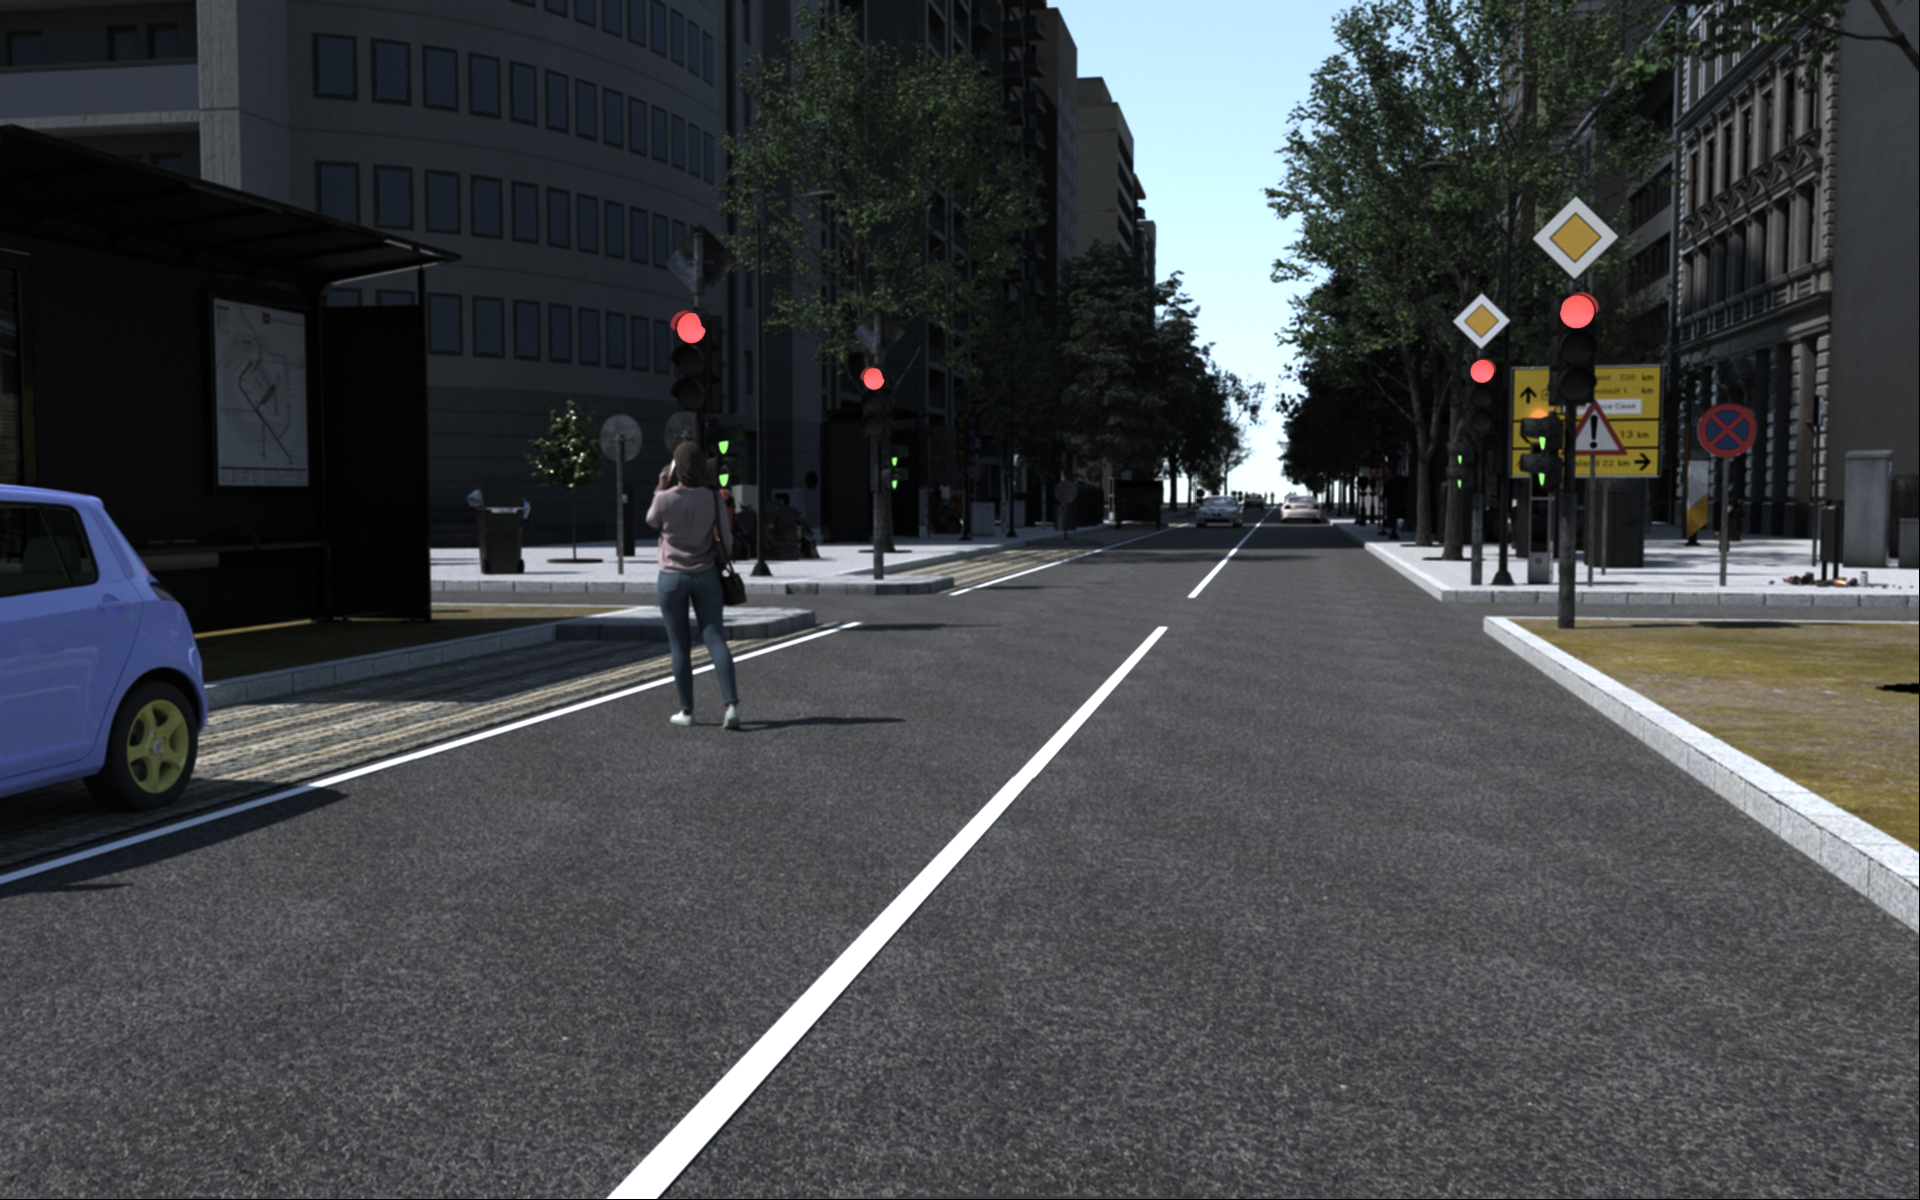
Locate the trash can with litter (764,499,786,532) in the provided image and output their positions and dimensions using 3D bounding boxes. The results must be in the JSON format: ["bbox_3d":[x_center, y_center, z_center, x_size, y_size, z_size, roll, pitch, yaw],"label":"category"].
[{"bbox_3d":[-4.585,-1.846,41.561,0.624,1.170,1.055,2,4,28],"label":"trash can with litter"}]

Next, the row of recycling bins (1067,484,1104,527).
[{"bbox_3d":[4.842,-3.803,69.285,1.069,1.692,3.534,1,4,13],"label":"row of recycling bins"}]

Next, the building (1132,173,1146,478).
[{"bbox_3d":[13.214,-35.339,232.424,22.147,44.769,28.867,1,4,11],"label":"building"}]

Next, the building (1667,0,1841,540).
[{"bbox_3d":[30.343,-13.869,55.643,11.050,23.489,19.941,1,4,11],"label":"building"}]

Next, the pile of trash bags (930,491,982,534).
[{"bbox_3d":[-0.024,-2.888,56.967,1.912,1.369,3.447,0,4,-2],"label":"pile of trash bags"}]

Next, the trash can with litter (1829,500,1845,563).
[{"bbox_3d":[16.574,-1.274,32.216,0.624,1.170,1.055,0,4,6],"label":"trash can with litter"}]

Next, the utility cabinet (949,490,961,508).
[{"bbox_3d":[-0.239,-5.708,102.003,1.173,1.500,0.318,0,4,-3],"label":"utility cabinet"}]

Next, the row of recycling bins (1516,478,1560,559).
[{"bbox_3d":[12.073,-1.760,35.893,1.069,1.692,3.534,1,4,19],"label":"row of recycling bins"}]

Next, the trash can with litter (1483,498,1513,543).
[{"bbox_3d":[14.243,-2.081,45.411,0.624,1.170,1.055,-3,5,-44],"label":"trash can with litter"}]

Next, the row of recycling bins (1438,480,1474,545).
[{"bbox_3d":[12.990,-2.333,45.262,1.069,1.692,3.534,1,4,13],"label":"row of recycling bins"}]

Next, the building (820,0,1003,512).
[{"bbox_3d":[-7.979,-41.300,113.507,20.563,71.187,20.611,1,4,11],"label":"building"}]

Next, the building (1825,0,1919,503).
[{"bbox_3d":[33.857,-14.900,37.117,24.014,27.812,14.314,1,4,11],"label":"building"}]

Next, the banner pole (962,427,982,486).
[{"bbox_3d":[0.434,-4.558,64.533,0.863,3.779,0.401,1,4,16],"label":"banner pole"}]

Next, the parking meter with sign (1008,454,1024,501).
[{"bbox_3d":[2.335,-4.800,74.745,0.543,3.016,1.738,1,4,15],"label":"parking meter with sign"}]

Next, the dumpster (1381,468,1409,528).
[{"bbox_3d":[16.692,-3.859,65.595,1.502,2.255,1.985,1,4,10],"label":"dumpster"}]

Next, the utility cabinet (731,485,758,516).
[{"bbox_3d":[-5.260,-2.081,42.705,0.318,1.500,1.173,1,4,18],"label":"utility cabinet"}]

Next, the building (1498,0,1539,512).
[{"bbox_3d":[45.247,-28.756,120.274,14.600,45.320,14.200,1,4,11],"label":"building"}]

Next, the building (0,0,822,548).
[{"bbox_3d":[-18.145,-31.229,52.597,21.231,58.520,28.212,1,4,11],"label":"building"}]

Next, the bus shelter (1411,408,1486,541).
[{"bbox_3d":[14.111,-3.606,50.239,1.731,3.624,6.357,1,4,11],"label":"bus shelter"}]

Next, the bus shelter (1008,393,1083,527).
[{"bbox_3d":[3.470,-5.728,71.284,2.179,5.291,8.768,1,4,10],"label":"bus shelter"}]

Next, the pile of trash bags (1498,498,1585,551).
[{"bbox_3d":[13.788,-1.868,40.298,1.912,1.369,3.447,1,4,10],"label":"pile of trash bags"}]

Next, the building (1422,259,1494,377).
[{"bbox_3d":[60.601,-26.287,201.491,14.160,30.474,14.107,1,4,11],"label":"building"}]

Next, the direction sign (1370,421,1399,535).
[{"bbox_3d":[13.207,-3.789,53.943,0.876,3.537,0.379,1,4,8],"label":"direction sign"}]

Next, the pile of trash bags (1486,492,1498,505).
[{"bbox_3d":[29.486,-4.984,91.240,3.447,1.369,1.912,1,4,9],"label":"pile of trash bags"}]

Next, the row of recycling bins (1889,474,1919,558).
[{"bbox_3d":[19.628,-1.777,36.170,1.069,1.692,3.534,1,4,23],"label":"row of recycling bins"}]

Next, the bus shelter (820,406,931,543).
[{"bbox_3d":[-2.263,-3.472,48.049,1.731,3.624,6.357,1,4,11],"label":"bus shelter"}]

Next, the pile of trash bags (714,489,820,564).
[{"bbox_3d":[-4.024,-1.442,33.325,1.912,1.369,3.447,1,4,15],"label":"pile of trash bags"}]

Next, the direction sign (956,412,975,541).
[{"bbox_3d":[0.162,-3.419,47.898,0.379,3.537,0.876,2,4,35],"label":"direction sign"}]

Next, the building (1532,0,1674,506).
[{"bbox_3d":[42.525,-25.869,106.546,14.154,41.232,14.086,1,4,11],"label":"building"}]

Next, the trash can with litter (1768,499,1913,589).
[{"bbox_3d":[12.369,-0.830,24.621,1.678,1.210,2.233,1,4,10],"label":"trash can with litter"}]

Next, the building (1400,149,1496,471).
[{"bbox_3d":[67.278,-34.697,221.913,22.147,44.769,28.867,1,4,11],"label":"building"}]

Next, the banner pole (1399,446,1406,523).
[{"bbox_3d":[19.464,-5.287,76.463,0.401,3.779,0.863,-2,4,-29],"label":"banner pole"}]

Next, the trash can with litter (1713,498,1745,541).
[{"bbox_3d":[20.834,-2.182,47.062,0.624,1.170,1.055,0,4,-7],"label":"trash can with litter"}]

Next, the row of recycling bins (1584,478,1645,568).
[{"bbox_3d":[11.900,-1.494,31.538,1.069,1.692,3.534,1,4,20],"label":"row of recycling bins"}]

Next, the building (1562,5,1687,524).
[{"bbox_3d":[37.303,-15.956,79.940,14.314,24.678,30.058,1,4,11],"label":"building"}]

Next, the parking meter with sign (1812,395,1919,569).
[{"bbox_3d":[15.790,-2.069,30.087,1.738,3.016,0.543,2,4,35],"label":"parking meter with sign"}]

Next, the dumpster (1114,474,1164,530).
[{"bbox_3d":[7.204,-3.960,69.694,1.985,2.255,1.502,1,4,11],"label":"dumpster"}]

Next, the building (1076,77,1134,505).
[{"bbox_3d":[9.083,-35.672,206.934,21.300,48.544,21.600,1,4,11],"label":"building"}]

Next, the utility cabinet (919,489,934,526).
[{"bbox_3d":[-1.368,-3.745,69.906,0.318,1.500,1.173,1,4,15],"label":"utility cabinet"}]

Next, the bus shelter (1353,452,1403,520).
[{"bbox_3d":[19.635,-5.365,81.638,2.014,3.302,5.546,1,4,11],"label":"bus shelter"}]

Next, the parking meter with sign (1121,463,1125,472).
[{"bbox_3d":[9.075,-6.126,96.424,0.543,3.016,1.738,1,4,18],"label":"parking meter with sign"}]

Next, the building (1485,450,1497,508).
[{"bbox_3d":[53.200,-50.651,140.821,22.319,86.520,31.000,1,4,11],"label":"building"}]

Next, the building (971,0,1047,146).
[{"bbox_3d":[-5.110,-29.619,138.901,22.147,44.769,28.867,1,4,11],"label":"building"}]

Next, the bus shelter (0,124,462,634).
[{"bbox_3d":[-6.300,-1.405,14.254,1.731,3.624,6.357,1,4,11],"label":"bus shelter"}]

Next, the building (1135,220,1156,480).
[{"bbox_3d":[20.973,-34.819,252.887,14.154,41.232,14.086,1,4,11],"label":"building"}]

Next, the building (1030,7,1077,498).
[{"bbox_3d":[2.991,-31.139,159.233,14.600,45.320,14.200,1,4,11],"label":"building"}]
